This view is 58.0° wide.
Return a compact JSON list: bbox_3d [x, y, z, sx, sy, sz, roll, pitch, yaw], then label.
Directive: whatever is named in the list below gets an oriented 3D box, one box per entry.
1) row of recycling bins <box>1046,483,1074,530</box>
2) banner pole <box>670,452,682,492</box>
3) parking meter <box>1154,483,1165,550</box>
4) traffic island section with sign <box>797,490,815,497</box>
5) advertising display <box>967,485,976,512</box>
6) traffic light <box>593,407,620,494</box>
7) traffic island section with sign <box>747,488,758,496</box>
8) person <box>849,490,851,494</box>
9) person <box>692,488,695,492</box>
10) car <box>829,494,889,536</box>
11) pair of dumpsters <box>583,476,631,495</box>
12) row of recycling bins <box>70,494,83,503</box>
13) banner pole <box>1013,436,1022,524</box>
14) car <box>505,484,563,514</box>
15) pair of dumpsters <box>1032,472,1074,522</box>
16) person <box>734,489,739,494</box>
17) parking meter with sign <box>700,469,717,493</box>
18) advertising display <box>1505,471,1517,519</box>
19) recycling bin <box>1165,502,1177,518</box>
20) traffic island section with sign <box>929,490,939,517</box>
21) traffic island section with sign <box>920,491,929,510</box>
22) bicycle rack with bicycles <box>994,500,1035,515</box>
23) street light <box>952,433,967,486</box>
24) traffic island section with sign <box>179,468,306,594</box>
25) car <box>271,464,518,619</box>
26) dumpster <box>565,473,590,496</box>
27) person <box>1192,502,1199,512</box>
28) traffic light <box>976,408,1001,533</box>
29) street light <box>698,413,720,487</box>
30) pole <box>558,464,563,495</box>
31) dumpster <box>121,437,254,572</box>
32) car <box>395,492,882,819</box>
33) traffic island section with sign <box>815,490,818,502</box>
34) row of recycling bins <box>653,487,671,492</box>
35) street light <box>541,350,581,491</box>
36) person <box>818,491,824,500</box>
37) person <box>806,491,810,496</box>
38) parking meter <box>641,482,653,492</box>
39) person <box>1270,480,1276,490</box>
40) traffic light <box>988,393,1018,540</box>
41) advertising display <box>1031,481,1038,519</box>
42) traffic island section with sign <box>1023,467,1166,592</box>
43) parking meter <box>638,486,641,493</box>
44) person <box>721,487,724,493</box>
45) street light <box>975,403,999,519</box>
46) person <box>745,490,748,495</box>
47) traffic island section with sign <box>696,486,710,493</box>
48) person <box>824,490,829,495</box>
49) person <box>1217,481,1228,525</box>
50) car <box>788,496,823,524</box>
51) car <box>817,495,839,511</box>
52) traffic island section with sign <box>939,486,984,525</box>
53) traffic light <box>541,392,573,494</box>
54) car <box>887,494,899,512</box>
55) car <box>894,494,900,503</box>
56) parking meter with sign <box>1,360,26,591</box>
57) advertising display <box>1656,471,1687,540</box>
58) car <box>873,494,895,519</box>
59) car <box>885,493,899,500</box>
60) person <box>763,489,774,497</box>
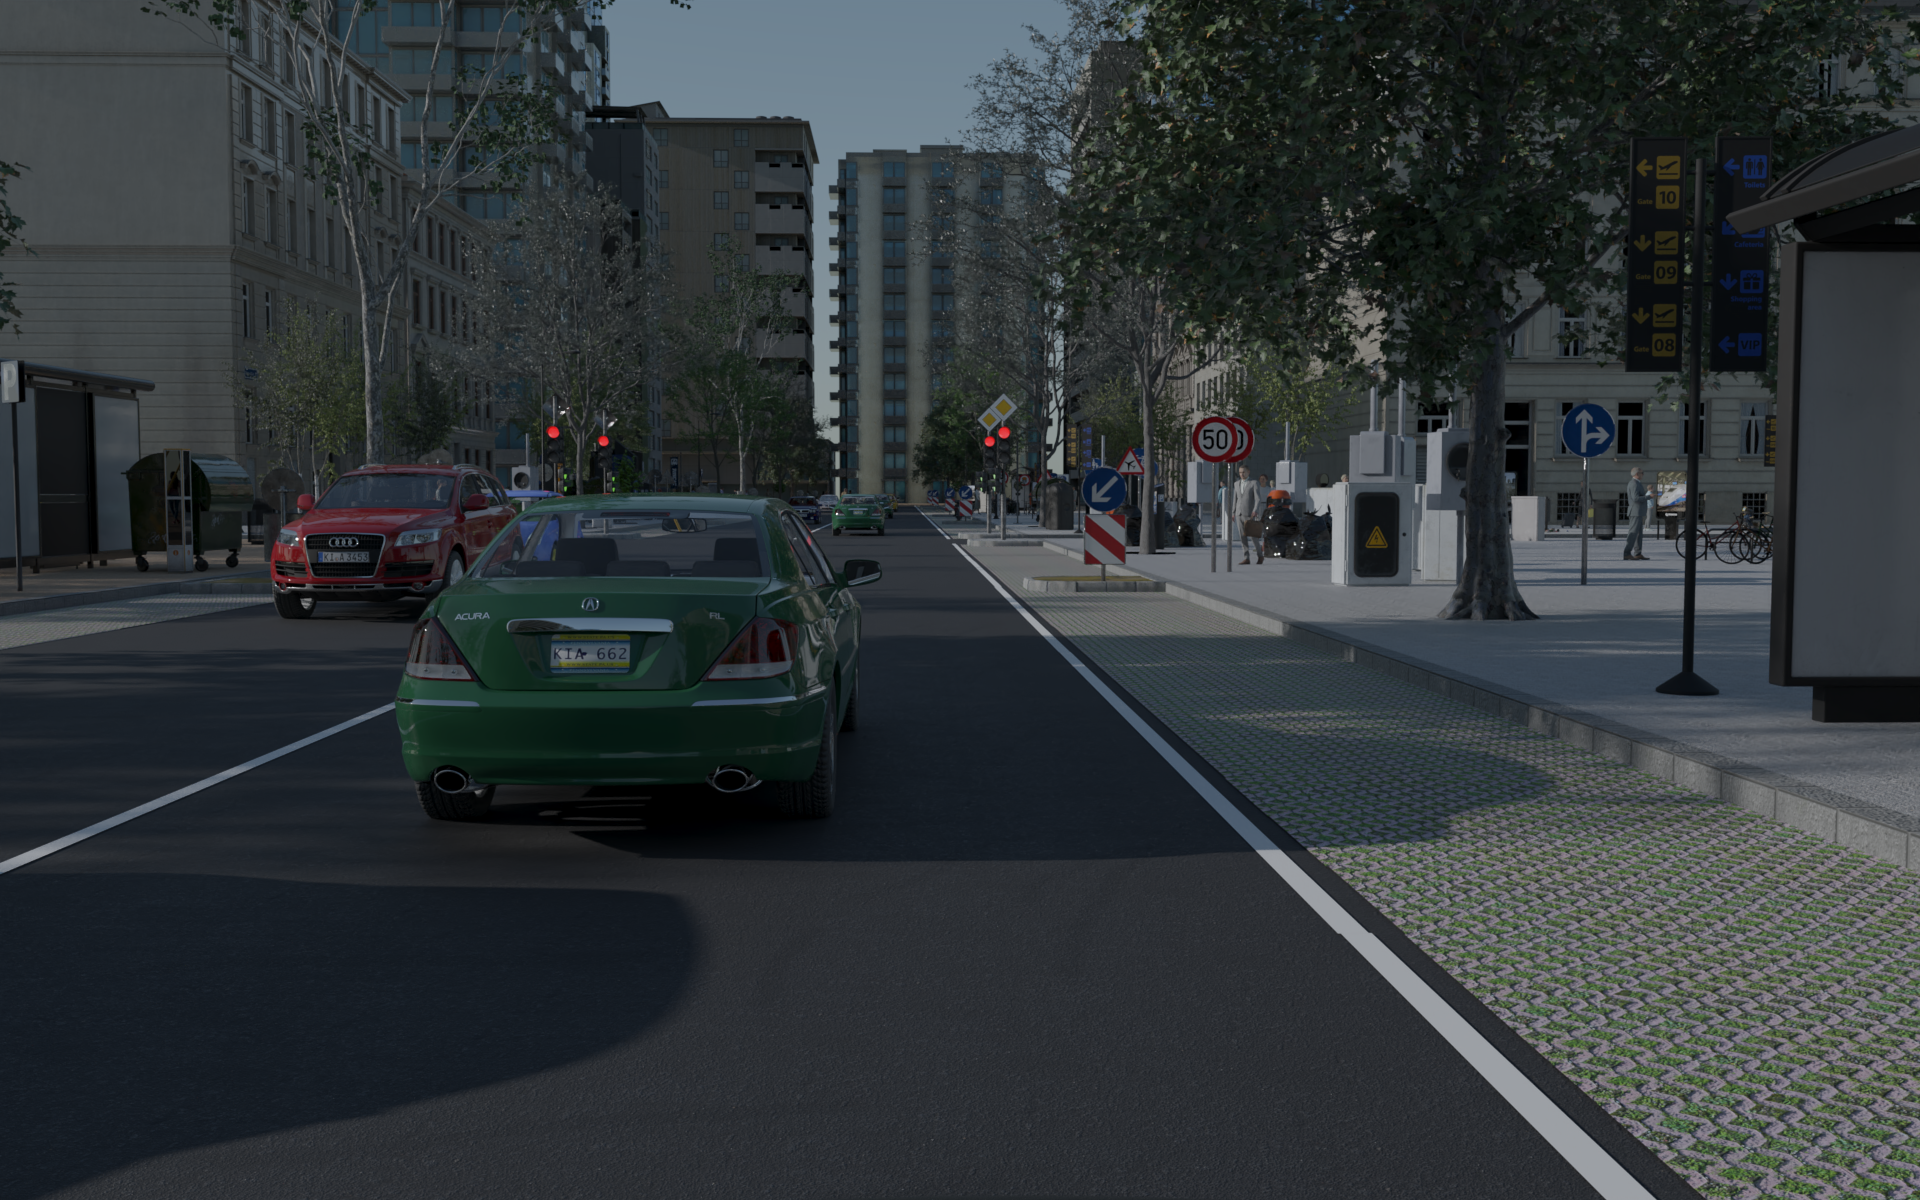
[{"bbox_3d":[3.607,-3.433,63.241,1.069,1.692,3.534,0,4,1],"label":"row of recycling bins"},{"bbox_3d":[-16.681,-6.858,102.146,0.863,3.779,0.401,0,4,2],"label":"banner pole"},{"bbox_3d":[4.548,-1.937,40.078,0.372,1.533,0.369,0,3,0],"label":"parking meter"},{"bbox_3d":[-14.505,-9.127,157.857,1.989,1.847,2.006,0,4,-2],"label":"traffic island section with sign"},{"bbox_3d":[0.828,-7.466,127.280,0.123,1.923,0.974,-3,5,-40],"label":"advertising display"},{"bbox_3d":[-11.421,-4.096,55.898,0.839,4.253,0.868,0,4,-2],"label":"traffic light"},{"bbox_3d":[-12.837,-6.052,107.585,1.989,1.847,2.006,0,4,-2],"label":"traffic island section with sign"},{"bbox_3d":[-10.409,-9.561,164.787,0.705,1.831,1.348,-3,5,-41],"label":"person"},{"bbox_3d":[-22.608,-8.624,147.035,1.348,1.826,0.705,2,4,34],"label":"person"},{"bbox_3d":[-3.553,-3.006,60.940,2.131,1.459,4.920,0,4,-3],"label":"car"},{"bbox_3d":[-15.996,-4.644,78.416,1.574,2.255,4.437,0,4,-2],"label":"pair of dumpsters"},{"bbox_3d":[-20.655,-2.239,43.719,3.534,1.692,1.069,0,4,-1],"label":"row of recycling bins"},{"bbox_3d":[2.493,-5.227,75.473,0.401,3.779,0.863,0,4,-3],"label":"banner pole"},{"bbox_3d":[-7.723,-1.274,30.415,1.945,1.707,3.694,0,4,-2],"label":"car"},{"bbox_3d":[4.189,-4.594,77.604,1.574,2.255,4.437,0,4,-2],"label":"pair of dumpsters"},{"bbox_3d":[-18.581,-8.369,143.681,0.445,1.727,0.742,0,4,4],"label":"person"},{"bbox_3d":[-16.966,-7.515,119.128,1.738,3.016,0.543,0,4,1],"label":"parking meter with sign"},{"bbox_3d":[15.307,-2.687,49.154,0.974,1.923,0.123,-1,4,-10],"label":"advertising display"},{"bbox_3d":[6.781,-2.734,57.256,0.722,1.027,0.722,1,4,14],"label":"recycling bin"},{"bbox_3d":[-0.760,-6.129,108.829,1.989,1.847,2.006,0,4,-2],"label":"traffic island section with sign"},{"bbox_3d":[-2.385,-9.144,158.136,1.989,1.847,2.006,0,4,-2],"label":"traffic island section with sign"},{"bbox_3d":[3.362,-5.592,104.815,2.852,0.926,2.925,0,4,-7],"label":"bicycle rack with bicycles"},{"bbox_3d":[-0.074,-9.717,131.407,1.470,5.913,1.316,0,4,-2],"label":"street light"},{"bbox_3d":[-10.142,-1.037,25.580,1.989,1.847,2.006,0,4,-2],"label":"traffic island section with sign"},{"bbox_3d":[-6.875,-0.793,21.634,2.281,1.827,5.304,0,4,-2],"label":"car"},{"bbox_3d":[-17.927,-4.816,81.240,1.502,2.255,1.985,0,4,-2],"label":"dumpster"},{"bbox_3d":[11.210,-4.714,83.133,0.654,1.822,0.581,0,4,-5],"label":"person"},{"bbox_3d":[0.933,-4.122,56.321,0.839,4.253,0.868,0,4,-2],"label":"traffic light"},{"bbox_3d":[-14.376,-7.737,99.034,1.470,5.913,1.316,0,4,-2],"label":"street light"},{"bbox_3d":[-13.349,-3.910,57.773,0.158,3.312,0.155,0,3,0],"label":"pole"},{"bbox_3d":[-13.038,-1.637,29.257,1.502,2.255,1.985,0,4,-2],"label":"dumpster"},{"bbox_3d":[-1.488,0.166,9.083,2.131,1.459,4.920,0,4,-1],"label":"car"},{"bbox_3d":[-15.405,-10.775,184.797,1.989,1.847,2.006,0,4,-2],"label":"traffic island section with sign"},{"bbox_3d":[-17.268,-5.479,96.695,1.069,1.692,3.534,1,4,20],"label":"row of recycling bins"},{"bbox_3d":[-12.948,-5.109,56.075,1.470,5.913,1.316,0,4,-2],"label":"street light"},{"bbox_3d":[-12.958,-9.520,164.867,1.217,1.735,0.721,2,4,24],"label":"person"},{"bbox_3d":[-15.000,-9.812,169.710,0.721,1.735,1.217,0,4,-3],"label":"person"},{"bbox_3d":[-15.248,-4.836,84.781,0.399,1.863,0.255,2,4,27],"label":"parking meter"},{"bbox_3d":[12.694,-3.927,70.129,0.818,1.842,0.514,1,4,16],"label":"person"},{"bbox_3d":[1.197,-3.634,48.341,0.839,4.253,0.868,0,4,-2],"label":"traffic light"},{"bbox_3d":[4.086,-5.076,88.208,0.974,1.923,0.123,-1,4,-21],"label":"advertising display"},{"bbox_3d":[1.977,-1.066,26.059,1.989,1.847,2.006,0,4,-2],"label":"traffic island section with sign"},{"bbox_3d":[-16.160,-5.034,88.018,0.399,1.863,0.255,-3,4,-36],"label":"parking meter"},{"bbox_3d":[-19.303,-8.278,141.262,0.599,1.838,0.709,-2,4,-30],"label":"person"},{"bbox_3d":[1.312,-7.095,88.552,1.470,5.913,1.316,0,4,-2],"label":"street light"},{"bbox_3d":[-21.264,-10.110,172.272,0.756,1.711,0.436,-1,4,-22],"label":"person"},{"bbox_3d":[-11.951,-4.404,80.632,1.989,1.847,2.006,0,4,-2],"label":"traffic island section with sign"},{"bbox_3d":[-11.294,-8.411,146.742,1.217,1.743,0.721,0,4,-1],"label":"person"},{"bbox_3d":[10.958,-4.032,71.832,0.638,1.841,0.748,-1,4,-8],"label":"person"},{"bbox_3d":[-7.581,-4.331,83.398,1.945,1.354,3.894,0,4,-3],"label":"car"},{"bbox_3d":[-10.211,-7.505,135.075,2.083,1.381,4.827,0,4,-3],"label":"car"},{"bbox_3d":[0.137,-4.481,81.889,1.989,1.847,2.006,0,4,-2],"label":"traffic island section with sign"},{"bbox_3d":[-11.157,-3.608,47.918,0.839,4.253,0.868,0,4,-2],"label":"traffic light"},{"bbox_3d":[-5.880,-7.860,138.729,2.015,1.641,3.980,0,4,0],"label":"car"},{"bbox_3d":[-7.362,-10.468,180.192,2.155,1.783,4.494,0,4,0],"label":"car"},{"bbox_3d":[-12.929,-1.582,22.120,0.543,3.016,1.738,3,5,40],"label":"parking meter with sign"},{"bbox_3d":[19.840,-2.631,48.236,0.123,1.923,0.974,-2,4,-32],"label":"advertising display"},{"bbox_3d":[-4.895,-5.552,102.573,2.131,1.459,4.920,0,4,-3],"label":"car"},{"bbox_3d":[-6.715,-9.215,159.702,2.155,1.783,4.494,0,4,-3],"label":"car"},{"bbox_3d":[-19.681,-10.493,177.619,1.348,1.823,0.705,-3,4,-38],"label":"person"}]
